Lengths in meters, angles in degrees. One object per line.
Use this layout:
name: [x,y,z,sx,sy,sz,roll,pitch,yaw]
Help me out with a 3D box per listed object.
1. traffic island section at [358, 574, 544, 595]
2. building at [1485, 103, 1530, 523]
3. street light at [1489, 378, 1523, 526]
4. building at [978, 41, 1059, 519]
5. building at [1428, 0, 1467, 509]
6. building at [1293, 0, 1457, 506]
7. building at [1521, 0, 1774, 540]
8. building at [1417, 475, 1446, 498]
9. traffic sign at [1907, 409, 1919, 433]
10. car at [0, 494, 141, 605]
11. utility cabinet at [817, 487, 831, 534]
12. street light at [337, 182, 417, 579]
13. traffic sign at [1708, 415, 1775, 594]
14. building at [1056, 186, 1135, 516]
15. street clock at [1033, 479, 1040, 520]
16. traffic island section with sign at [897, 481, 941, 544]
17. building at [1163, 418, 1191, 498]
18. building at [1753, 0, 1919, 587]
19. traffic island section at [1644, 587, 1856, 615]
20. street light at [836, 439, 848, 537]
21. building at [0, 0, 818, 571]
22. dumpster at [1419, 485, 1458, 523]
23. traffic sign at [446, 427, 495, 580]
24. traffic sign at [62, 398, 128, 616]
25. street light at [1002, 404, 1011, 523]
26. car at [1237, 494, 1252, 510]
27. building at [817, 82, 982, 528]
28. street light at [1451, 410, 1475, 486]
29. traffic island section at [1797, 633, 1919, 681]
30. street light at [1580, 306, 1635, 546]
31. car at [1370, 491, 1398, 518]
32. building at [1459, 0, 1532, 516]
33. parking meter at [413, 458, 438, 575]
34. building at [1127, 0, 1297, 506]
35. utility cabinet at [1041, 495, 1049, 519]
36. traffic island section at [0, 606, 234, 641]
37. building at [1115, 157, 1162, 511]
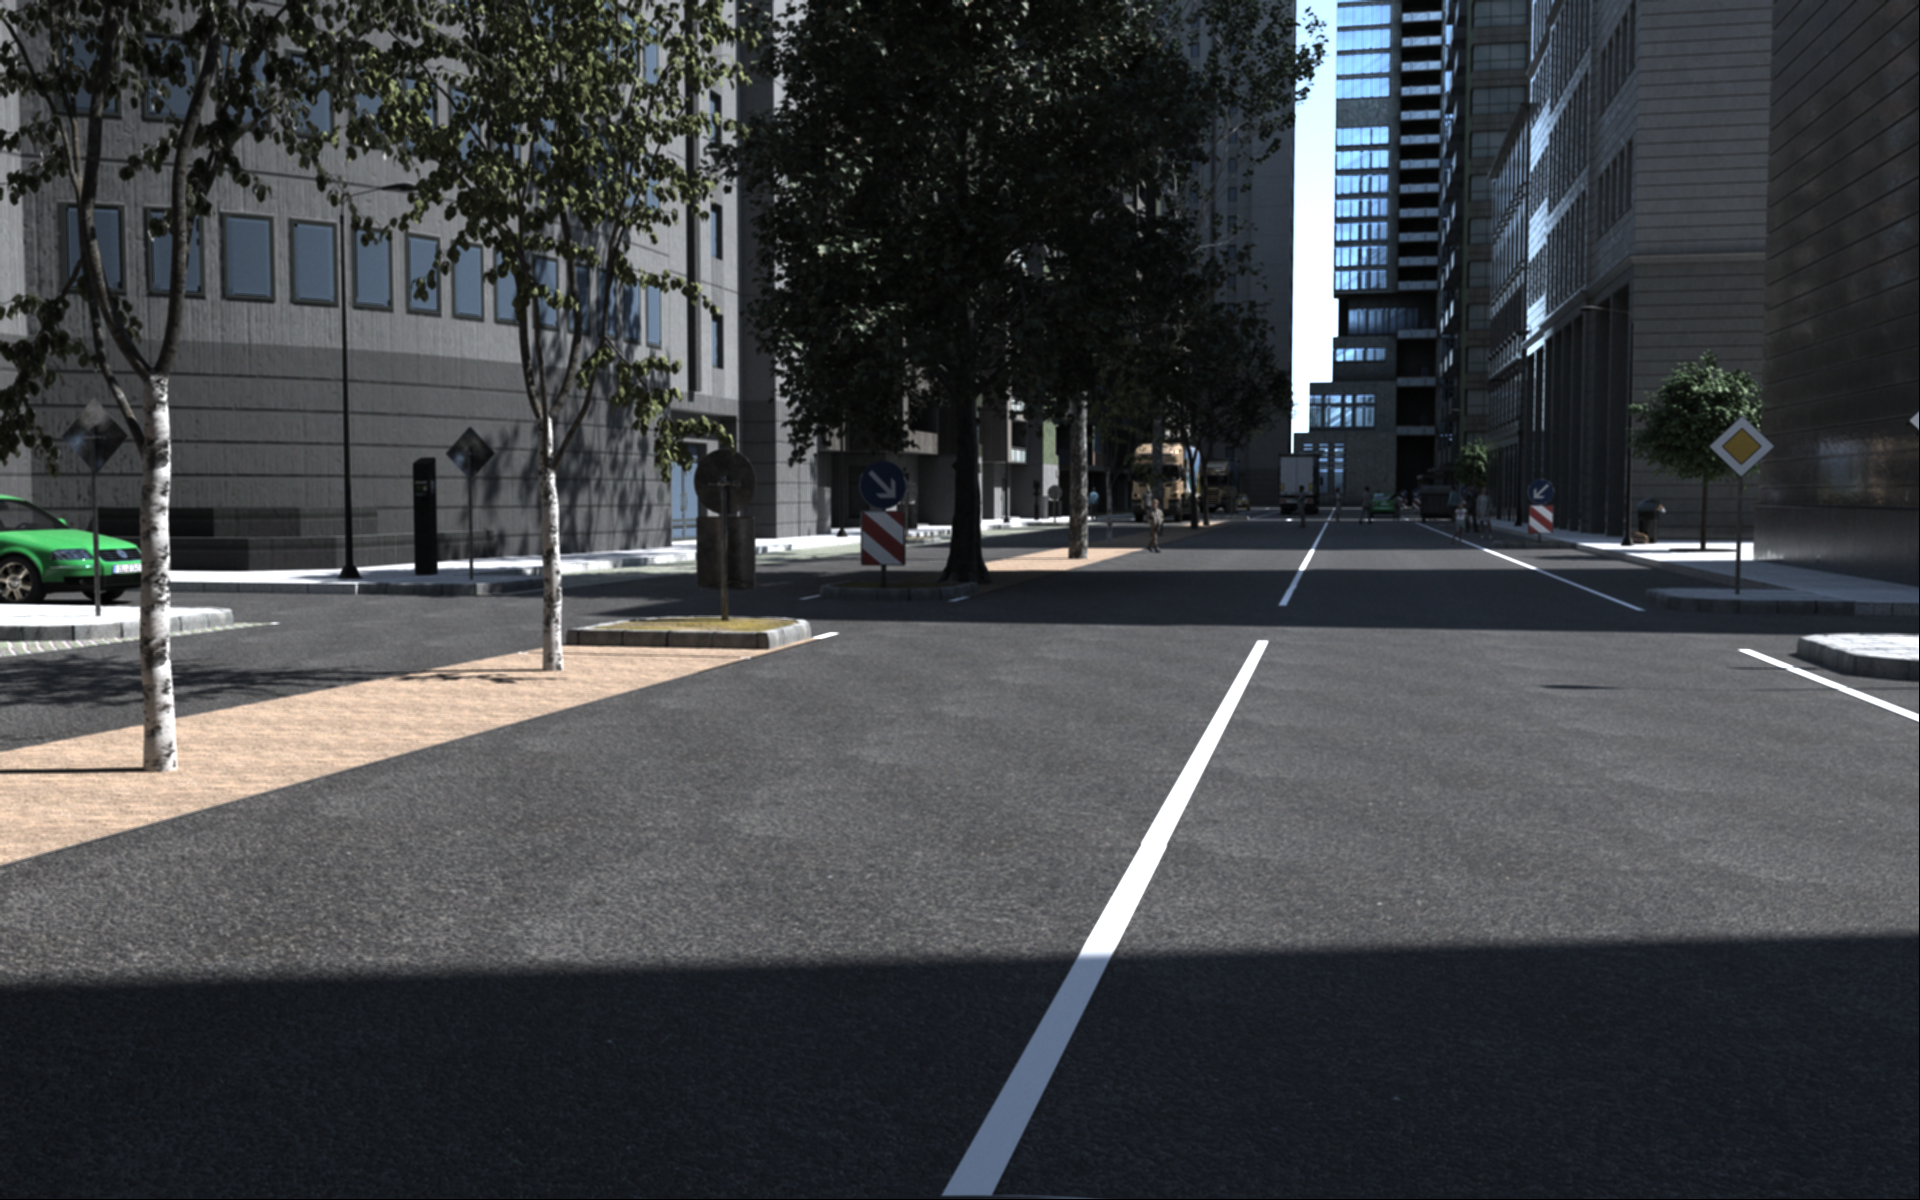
traffic island section: [-7.352,-0.227,25.993,2.009,0.180,2.903,1,4,12]
building: [31.480,-14.414,84.819,9.793,20.994,18.267,1,4,12]
street light: [21.911,-5.934,69.557,1.470,5.913,1.316,1,4,12]
building: [-2.836,-24.871,90.234,14.154,41.232,14.086,1,4,12]
building: [47.611,-31.090,127.924,23.786,49.044,30.456,1,4,12]
building: [52.307,-53.419,186.066,31.000,86.520,22.319,1,4,12]
building: [27.184,-17.336,60.931,11.434,29.767,29.804,1,4,12]
building: [57.742,-28.255,153.844,32.217,40.220,23.993,1,4,12]
traffic sign: [8.226,-0.652,14.308,0.795,2.450,0.064,1,4,12]
car: [-13.020,-0.855,22.782,4.718,1.807,1.959,1,4,12]
utility cabinet: [-4.631,-2.831,54.970,1.173,1.500,0.318,3,4,36]
street light: [-8.761,-3.273,26.058,1.470,5.913,1.316,1,4,12]
traffic sign: [9.947,-1.129,22.106,0.795,2.450,0.064,1,4,12]
building: [-0.219,-28.187,115.482,22.147,44.769,28.867,1,4,12]
street clock: [3.798,-4.971,85.849,0.358,2.002,0.471,-1,4,-10]
traffic island section with sign: [-1.626,-2.555,50.403,1.989,1.847,2.006,1,4,12]
building: [6.297,-19.526,164.289,28.899,21.520,27.650,1,4,12]
building: [25.941,-13.895,24.443,25.104,27.353,12.463,1,4,12]
traffic island section: [9.972,0.006,22.178,2.009,0.180,2.903,1,4,12]
street light: [-3.021,-4.846,51.779,1.470,5.913,1.316,1,4,12]
building: [-17.679,-30.494,40.583,21.231,58.520,28.212,1,4,12]
dumpster: [23.788,-4.762,86.080,1.865,1.857,1.264,1,4,12]
traffic sign: [-7.328,-1.363,25.926,0.795,2.450,0.064,1,4,12]
traffic sign: [-9.049,-0.886,18.128,0.795,2.450,0.064,1,4,12]
street light: [2.619,-6.411,77.359,1.470,5.913,1.316,1,4,12]
car: [25.045,-8.843,154.813,2.015,1.641,3.980,1,4,10]
building: [-7.372,-18.182,68.976,14.160,30.474,14.107,1,4,12]
street light: [27.646,-7.498,95.127,1.470,5.913,1.316,1,4,12]
traffic island section: [8.251,0.483,14.380,2.009,0.180,2.903,1,4,12]
street light: [16.031,-4.303,42.902,1.470,5.913,1.316,1,4,12]
car: [26.134,-5.995,106.806,1.959,1.807,4.718,1,4,12]
building: [38.446,-25.922,107.415,14.154,41.232,14.086,1,4,12]
parking meter: [-8.503,-1.335,27.539,0.255,1.863,0.399,0,4,2]
building: [22.632,-39.742,191.778,28.212,58.520,21.231,1,4,12]
utility cabinet: [4.411,-4.812,89.833,0.306,1.237,1.020,0,4,-6]
traffic island section: [-9.074,0.250,18.195,2.009,0.180,2.903,1,4,12]
building: [8.129,-22.304,136.375,14.160,30.474,14.107,1,4,12]
